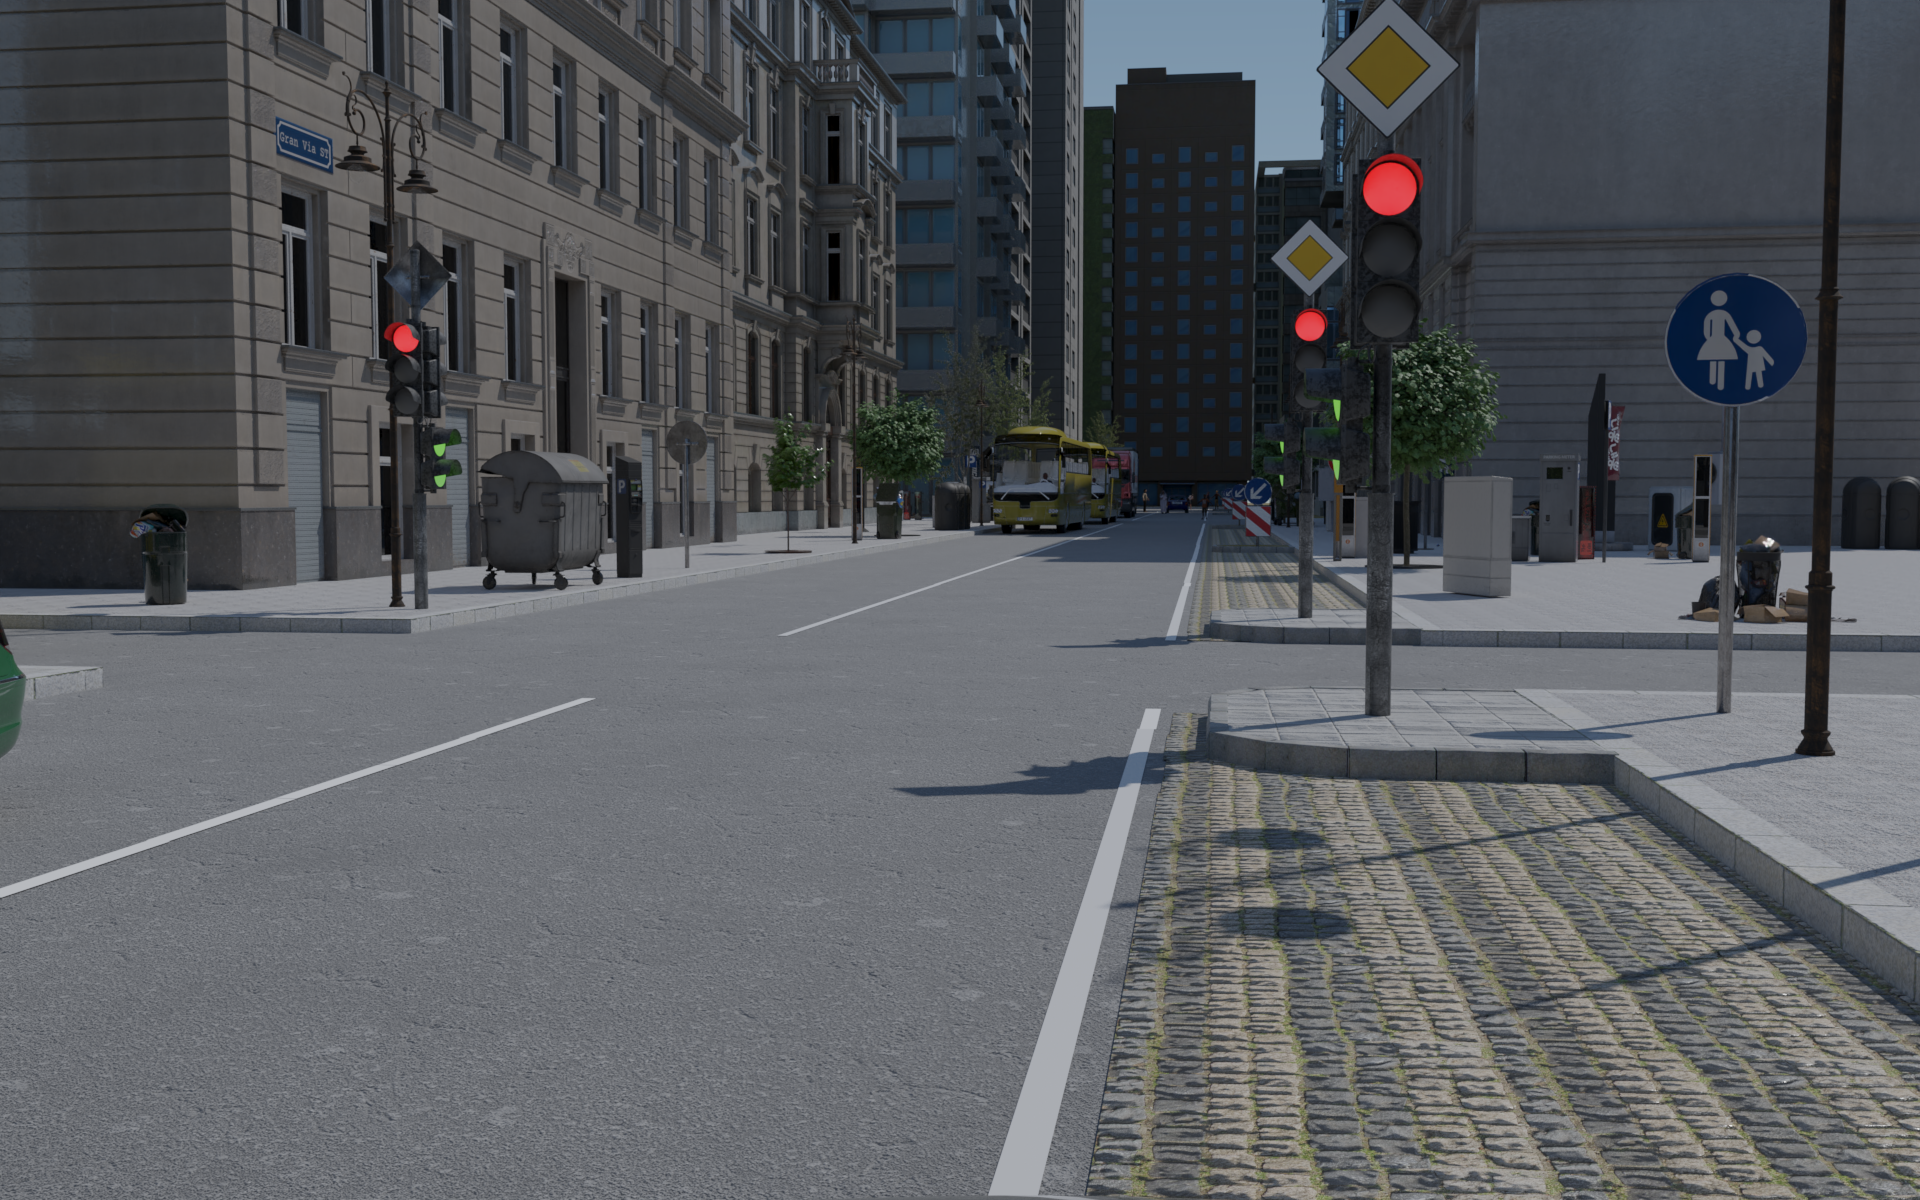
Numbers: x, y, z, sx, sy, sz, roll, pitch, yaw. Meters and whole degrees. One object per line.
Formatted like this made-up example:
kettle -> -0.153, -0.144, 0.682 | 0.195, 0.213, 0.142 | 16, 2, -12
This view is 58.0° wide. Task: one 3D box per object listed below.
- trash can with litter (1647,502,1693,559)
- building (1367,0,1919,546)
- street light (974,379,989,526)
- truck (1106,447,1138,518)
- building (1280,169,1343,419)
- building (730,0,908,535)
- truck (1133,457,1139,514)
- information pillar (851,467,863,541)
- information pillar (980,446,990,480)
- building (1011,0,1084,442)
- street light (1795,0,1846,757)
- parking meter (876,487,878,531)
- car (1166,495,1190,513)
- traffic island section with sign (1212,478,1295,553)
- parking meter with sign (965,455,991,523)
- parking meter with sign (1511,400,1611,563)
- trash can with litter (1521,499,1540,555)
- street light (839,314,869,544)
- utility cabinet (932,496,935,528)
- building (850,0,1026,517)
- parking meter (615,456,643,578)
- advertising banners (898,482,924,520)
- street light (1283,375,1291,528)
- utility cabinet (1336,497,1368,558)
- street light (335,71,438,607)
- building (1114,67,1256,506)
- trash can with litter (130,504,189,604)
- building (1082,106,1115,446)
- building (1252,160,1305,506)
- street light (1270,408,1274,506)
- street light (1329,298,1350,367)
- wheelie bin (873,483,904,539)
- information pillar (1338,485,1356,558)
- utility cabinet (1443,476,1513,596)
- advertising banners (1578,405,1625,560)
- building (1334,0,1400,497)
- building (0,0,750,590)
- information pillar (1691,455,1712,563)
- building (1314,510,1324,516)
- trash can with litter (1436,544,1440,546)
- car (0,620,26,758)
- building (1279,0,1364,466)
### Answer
trash can with litter -> 14.186, -1.398, 34.239 | 1.055, 1.170, 0.624 | 1, 4, 14
building -> 20.420, -12.971, 53.873 | 13.314, 21.916, 24.055 | 1, 4, 8
street light -> 0.870, -5.931, 69.761 | 0.468, 5.910, 1.993 | 1, 4, 8
truck -> 9.466, -7.168, 106.111 | 2.839, 4.237, 11.283 | 0, 4, 8
building -> 35.905, -23.493, 155.815 | 14.160, 30.474, 14.107 | 1, 4, 8
building -> -10.433, -15.029, 64.805 | 14.460, 24.649, 34.723 | 1, 4, 8
truck -> 11.314, -8.212, 123.187 | 2.839, 4.237, 11.283 | 0, 4, 7
information pillar -> -2.842, -2.647, 47.775 | 0.304, 2.012, 0.304 | 0, 4, -2
information pillar -> 1.236, -5.658, 83.870 | 0.504, 3.616, 0.183 | 1, 4, 17
building -> 0.263, -43.932, 156.545 | 20.611, 71.187, 20.563 | 1, 4, 8
street light -> 4.222, -2.176, 8.371 | 0.468, 5.910, 1.993 | 1, 4, 8
parking meter -> -2.620, -3.045, 58.199 | 0.372, 1.533, 0.369 | 0, 3, 0
car -> 16.495, -7.281, 131.622 | 1.945, 1.354, 3.894 | 0, 4, 6
traffic island section with sign -> 7.233, -2.089, 42.778 | 1.989, 1.847, 2.006 | 1, 4, 8
parking meter with sign -> 0.837, -4.947, 77.139 | 0.543, 3.016, 1.738 | -2, 4, -26
parking meter with sign -> 11.302, -2.226, 32.662 | 1.738, 3.016, 0.543 | 2, 4, 25
trash can with litter -> 12.280, -1.533, 36.452 | 0.624, 1.170, 1.055 | 3, 4, 38
street light -> -2.721, -4.395, 44.643 | 0.468, 5.910, 1.993 | 1, 4, 8
utility cabinet -> -0.532, -3.359, 66.075 | 1.020, 1.237, 0.306 | 1, 4, 22
building -> -7.717, -30.005, 110.192 | 23.786, 49.044, 30.456 | 1, 4, 8
parking meter -> -5.068, -1.274, 26.547 | 0.399, 1.863, 0.255 | 3, 5, 43
advertising banners -> -2.611, -5.468, 85.589 | 2.074, 3.025, 0.090 | 3, 5, 40
street light -> 12.586, -5.714, 66.204 | 0.468, 5.910, 1.993 | 1, 4, 8
utility cabinet -> 8.086, -1.452, 34.895 | 1.020, 1.237, 0.306 | 0, 4, 7
street light -> -6.408, -2.859, 19.539 | 0.468, 5.910, 1.993 | 1, 4, 8
building -> 24.012, -32.716, 185.015 | 14.200, 45.320, 14.600 | 1, 4, 8
trash can with litter -> -9.393, -0.547, 20.338 | 0.624, 1.170, 1.055 | -2, 4, -25
building -> 9.964, -30.778, 186.812 | 14.086, 41.232, 14.154 | 1, 4, 8
building -> 44.067, -30.488, 190.359 | 23.993, 40.220, 32.217 | 1, 4, 8
street light -> 16.420, -7.248, 91.286 | 0.468, 5.910, 1.993 | 1, 4, 8
street light -> 9.025, -4.177, 41.082 | 0.468, 5.910, 1.993 | 1, 4, 8
wheelie bin -> -2.025, -2.541, 49.459 | 0.980, 1.594, 0.693 | 1, 4, 18
information pillar -> 7.728, -1.840, 34.584 | 0.304, 2.012, 0.304 | 0, 4, 3
utility cabinet -> 6.550, -0.809, 21.914 | 0.318, 1.500, 1.173 | -1, 4, -13
advertising banners -> 12.221, -2.304, 33.857 | 2.074, 3.025, 0.090 | -2, 4, -26
building -> 23.928, -17.174, 78.064 | 12.463, 27.353, 25.104 | 1, 4, 8
building -> -13.374, -14.539, 34.979 | 12.463, 27.353, 25.104 | 1, 4, 8
information pillar -> 13.923, -1.714, 32.514 | 0.304, 2.012, 0.304 | 1, 4, 20
building -> 38.010, -25.244, 104.617 | 32.217, 40.220, 23.993 | 1, 4, 8
trash can with litter -> 12.506, -1.915, 42.365 | 1.678, 1.210, 2.233 | 0, 4, 7
car -> -5.261, 0.378, 5.618 | 2.131, 1.459, 4.920 | 0, 4, 8
building -> 36.543, -50.067, 131.262 | 22.319, 86.520, 31.000 | 1, 4, 8
